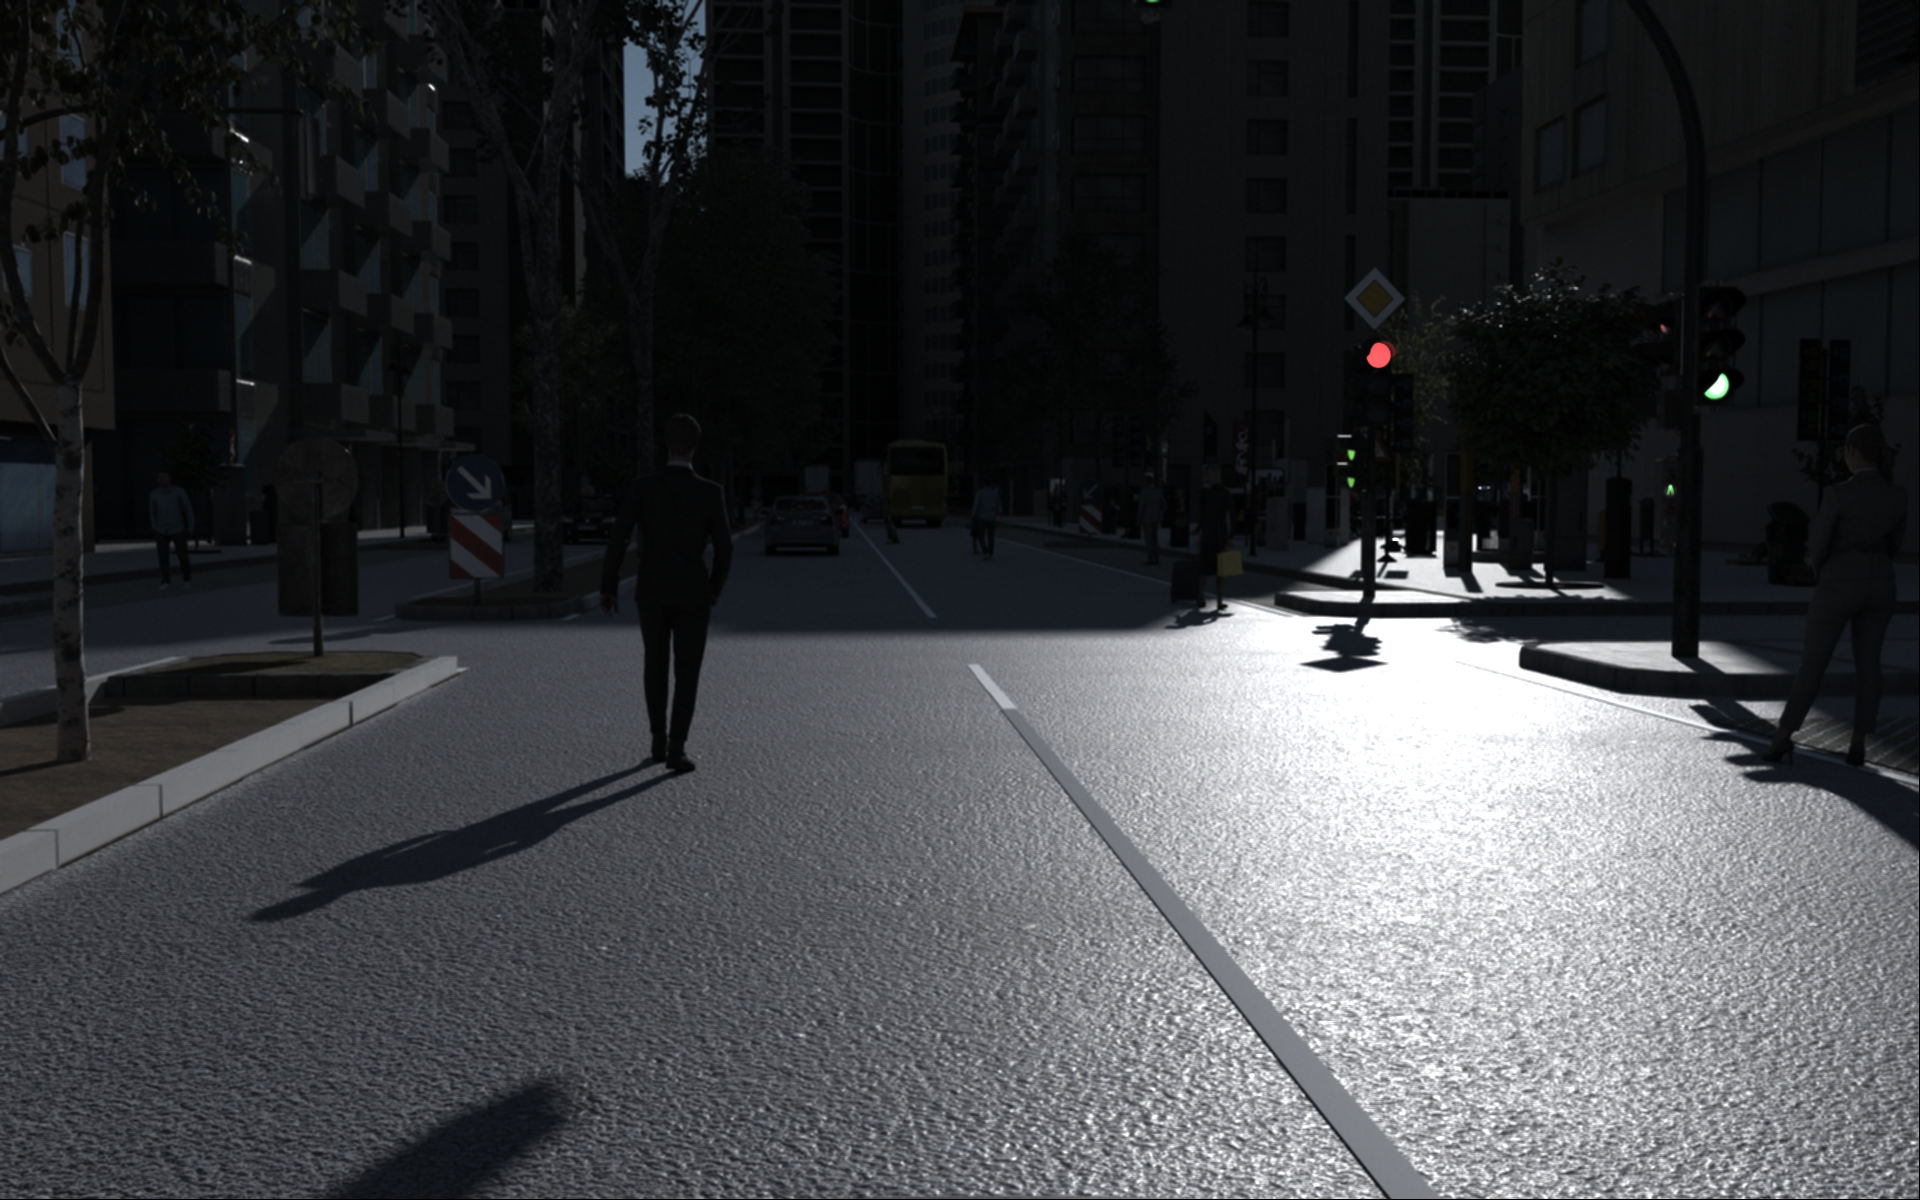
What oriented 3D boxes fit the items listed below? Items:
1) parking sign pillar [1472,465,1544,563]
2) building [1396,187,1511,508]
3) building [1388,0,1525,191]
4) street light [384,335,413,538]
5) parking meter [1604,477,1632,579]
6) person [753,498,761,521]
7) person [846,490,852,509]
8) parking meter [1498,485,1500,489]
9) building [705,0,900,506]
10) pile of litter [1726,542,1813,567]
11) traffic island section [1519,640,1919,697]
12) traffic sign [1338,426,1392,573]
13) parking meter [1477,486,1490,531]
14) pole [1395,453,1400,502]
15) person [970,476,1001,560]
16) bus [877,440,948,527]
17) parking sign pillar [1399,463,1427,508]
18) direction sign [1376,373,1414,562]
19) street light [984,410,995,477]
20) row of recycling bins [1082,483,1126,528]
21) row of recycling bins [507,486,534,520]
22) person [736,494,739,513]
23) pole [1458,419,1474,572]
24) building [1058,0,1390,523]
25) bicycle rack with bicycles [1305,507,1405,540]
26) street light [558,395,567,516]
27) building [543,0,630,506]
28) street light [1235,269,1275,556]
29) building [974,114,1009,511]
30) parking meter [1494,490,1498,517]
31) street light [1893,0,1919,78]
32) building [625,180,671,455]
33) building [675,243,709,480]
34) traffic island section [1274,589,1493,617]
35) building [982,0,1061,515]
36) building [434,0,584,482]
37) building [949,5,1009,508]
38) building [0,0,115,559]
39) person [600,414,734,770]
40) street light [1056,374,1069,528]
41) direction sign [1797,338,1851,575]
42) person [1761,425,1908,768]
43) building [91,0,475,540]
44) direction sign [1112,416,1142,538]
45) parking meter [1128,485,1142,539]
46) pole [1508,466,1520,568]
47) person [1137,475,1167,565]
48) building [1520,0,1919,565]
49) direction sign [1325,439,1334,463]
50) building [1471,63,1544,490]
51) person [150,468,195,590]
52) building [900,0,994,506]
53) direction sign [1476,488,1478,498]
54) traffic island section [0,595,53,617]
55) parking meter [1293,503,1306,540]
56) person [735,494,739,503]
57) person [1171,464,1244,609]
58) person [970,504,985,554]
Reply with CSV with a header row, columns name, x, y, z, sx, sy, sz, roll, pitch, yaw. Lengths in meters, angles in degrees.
name,x,y,z,sx,sy,sz,roll,pitch,yaw
parking sign pillar,10.431,-2.706,32.718,1.447,3.967,1.447,1,4,19
building,43.411,-24.162,166.757,14.107,30.474,14.160,0,4,-4
building,52.507,-46.285,195.005,20.611,71.187,20.563,0,4,-4
street light,-16.331,-4.755,50.533,0.468,5.910,1.993,0,4,-4
parking meter,10.016,-1.098,26.357,0.372,1.533,0.369,0,3,0
person,-10.590,-4.705,90.448,0.505,1.210,0.382,1,4,16
person,-10.910,-9.932,170.754,0.599,1.838,0.709,-1,4,-14
parking meter,30.051,-5.525,96.044,0.399,1.863,0.255,-2,4,-23
building,-16.912,-46.008,190.475,20.611,71.187,20.563,0,4,-4
pile of litter,14.553,-1.050,31.138,1.176,0.858,1.719,0,4,-4
traffic island section,5.731,0.526,13.683,2.009,0.180,2.903,0,4,-4
traffic sign,6.574,-1.724,28.199,0.884,2.594,0.081,0,4,-2
parking meter,15.859,-2.694,52.455,0.372,1.533,0.369,0,3,0
pole,17.335,-4.575,68.638,0.158,3.312,0.155,0,3,0
person,0.584,-1.787,37.743,0.660,1.820,0.620,-2,4,-26
bus,-2.158,-5.259,77.526,2.896,3.916,12.252,0,4,-4
parking sign pillar,22.162,-5.886,84.705,1.447,3.967,1.447,-1,4,-11
direction sign,8.065,-2.484,32.618,0.876,3.537,0.379,1,4,19
street light,1.638,-7.525,95.819,0.468,5.910,1.993,0,4,-4
row of recycling bins,5.633,-3.669,67.100,1.069,1.692,3.534,-1,4,-18
row of recycling bins,-22.588,-4.825,86.008,3.534,1.692,1.069,2,4,27
person,-16.759,-7.236,130.032,0.599,1.433,0.991,0,4,-4
pole,8.326,-2.117,28.452,0.158,3.312,0.155,0,3,0
building,11.430,-18.987,82.140,14.160,30.474,14.107,0,4,-4
bicycle rack with bicycles,11.064,-2.223,49.735,2.925,0.926,2.852,3,4,36
street light,-18.664,-6.629,81.165,0.468,5.910,1.993,0,4,-4
building,-35.533,-42.841,138.702,20.563,71.187,20.611,0,4,-4
street light,6.068,-3.850,35.736,0.468,5.910,1.993,0,4,-4
building,7.895,-22.245,135.406,14.160,30.474,14.107,0,4,-4
parking meter,30.647,-5.532,98.856,0.372,1.533,0.369,0,3,0
street light,7.836,-2.482,13.361,0.468,5.910,1.993,0,4,-4
building,-34.859,-23.824,161.229,14.107,30.474,14.160,0,4,-4
building,-34.350,-25.370,186.507,14.107,30.474,14.160,0,4,-4
traffic island section,5.134,0.039,21.646,2.009,0.180,2.903,0,4,-4
building,14.012,-30.176,112.994,23.786,49.044,30.456,0,4,-4
building,-29.922,-20.156,101.248,14.160,30.474,14.107,0,4,-4
building,10.479,-30.706,156.670,22.147,44.769,28.867,0,4,-4
building,-25.055,-23.207,29.550,14.600,45.320,14.200,0,4,-4
person,-1.512,-0.051,9.115,0.659,1.850,0.755,0,4,-2
street light,3.833,-5.692,65.851,0.468,5.910,1.993,0,4,-4
direction sign,12.644,-2.044,25.409,0.876,3.537,0.379,-1,4,-16
person,4.621,-0.022,9.140,0.520,1.790,0.573,-1,4,-23
building,-30.794,-26.898,59.398,23.786,49.044,30.456,0,4,-4
direction sign,4.852,-3.572,50.394,0.876,3.537,0.379,2,4,25
parking meter,4.979,-2.502,49.322,0.372,1.533,0.369,0,3,0
pole,9.599,-2.208,29.942,0.158,3.312,0.155,0,3,0
person,3.835,-1.601,34.783,0.635,1.810,0.391,-3,5,-41
building,29.301,-27.213,34.174,27.495,52.752,28.713,0,4,-4
direction sign,15.269,-4.871,71.637,0.379,3.537,0.876,2,4,31
building,58.450,-29.592,167.428,14.086,41.232,14.154,0,4,-4
person,-11.773,-1.065,25.924,0.660,1.820,0.620,-1,4,-8
building,7.518,-39.764,192.143,28.212,58.520,21.231,0,4,-4
direction sign,24.556,-5.518,82.220,0.876,3.537,0.379,2,4,33
traffic island section,-12.110,0.117,20.361,2.009,0.180,2.903,0,4,-4
parking meter,9.406,-2.584,47.958,0.255,1.863,0.399,0,4,-6
person,-15.098,-6.492,117.882,0.697,1.427,0.421,0,4,7
person,3.142,-0.813,22.016,0.699,1.804,1.509,0,4,-2
person,0.425,-1.725,41.373,0.373,1.253,0.362,0,4,-6
